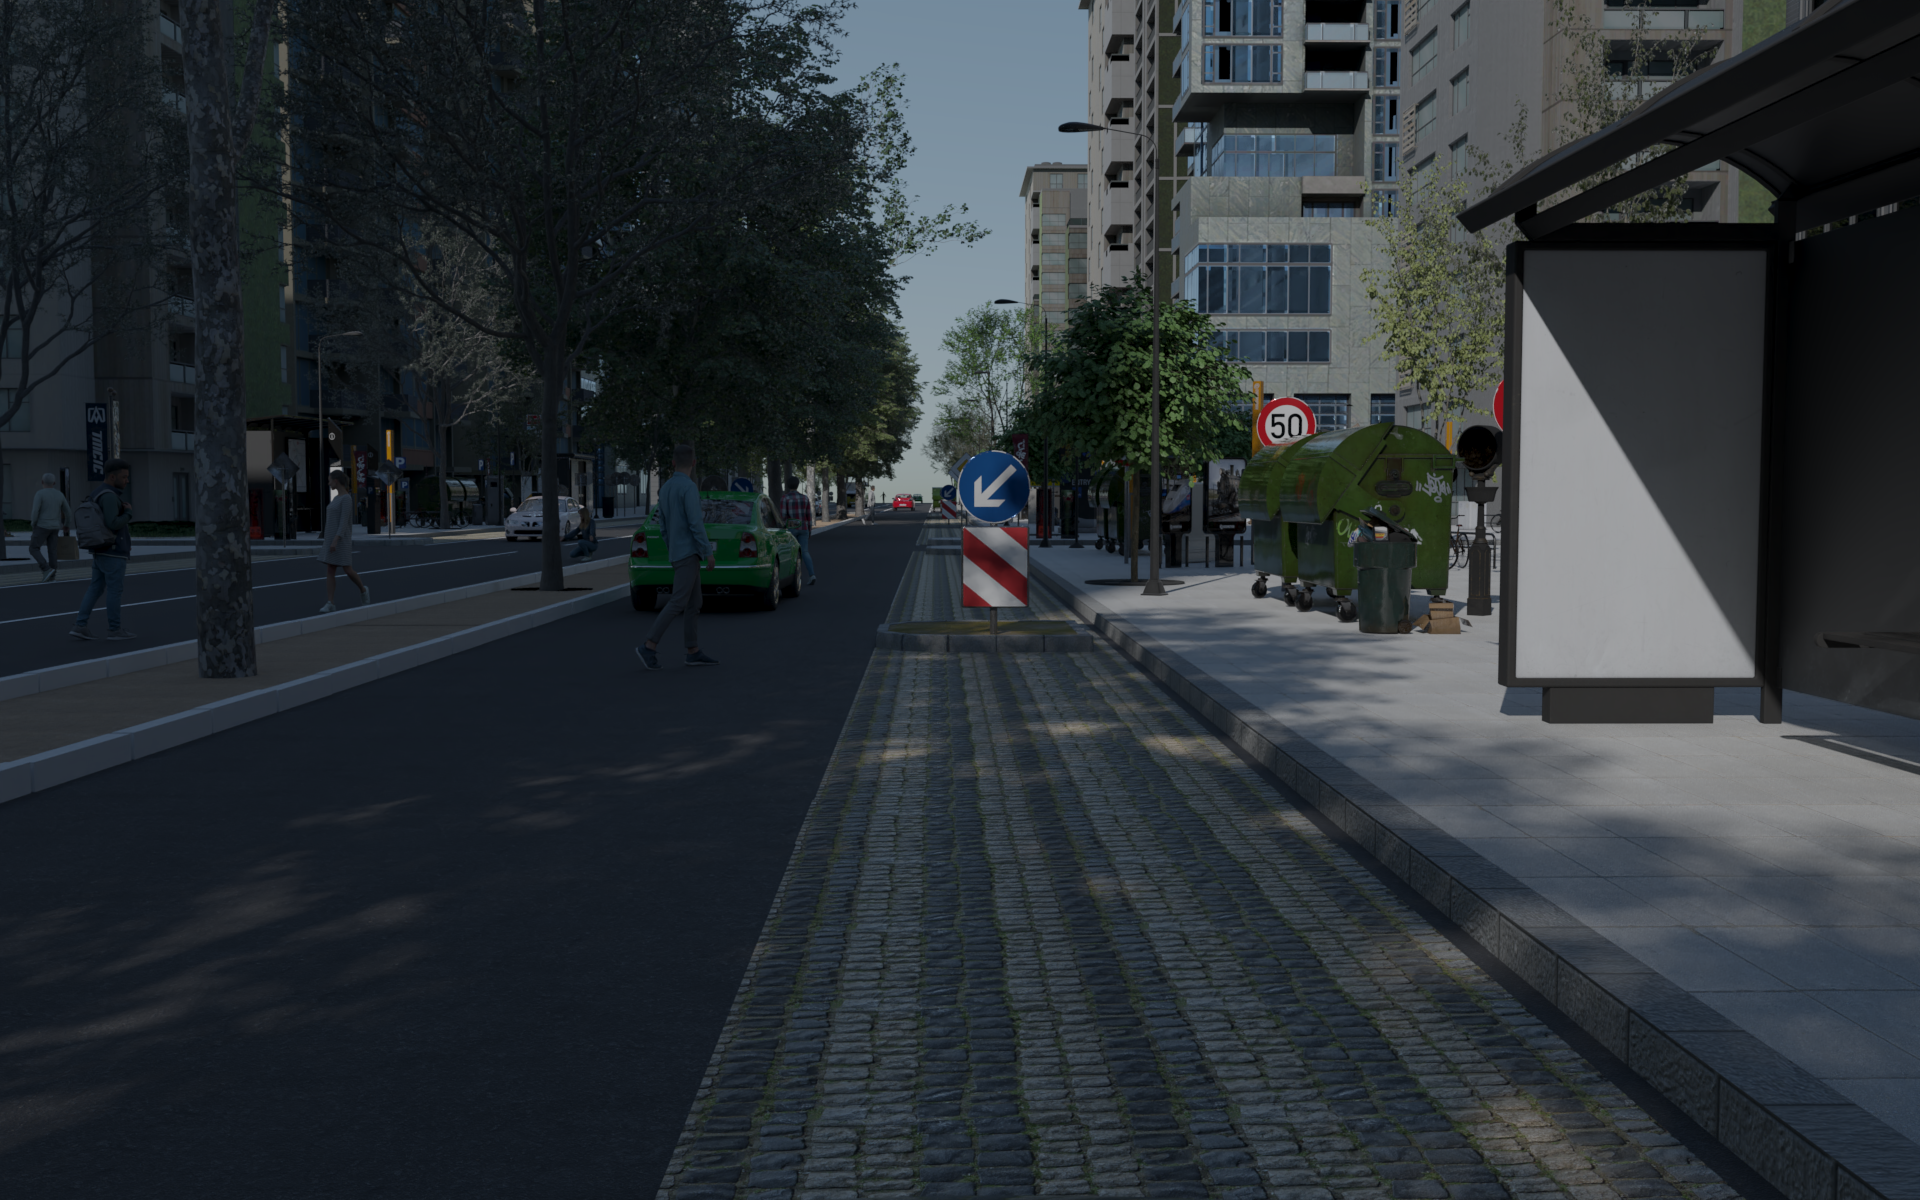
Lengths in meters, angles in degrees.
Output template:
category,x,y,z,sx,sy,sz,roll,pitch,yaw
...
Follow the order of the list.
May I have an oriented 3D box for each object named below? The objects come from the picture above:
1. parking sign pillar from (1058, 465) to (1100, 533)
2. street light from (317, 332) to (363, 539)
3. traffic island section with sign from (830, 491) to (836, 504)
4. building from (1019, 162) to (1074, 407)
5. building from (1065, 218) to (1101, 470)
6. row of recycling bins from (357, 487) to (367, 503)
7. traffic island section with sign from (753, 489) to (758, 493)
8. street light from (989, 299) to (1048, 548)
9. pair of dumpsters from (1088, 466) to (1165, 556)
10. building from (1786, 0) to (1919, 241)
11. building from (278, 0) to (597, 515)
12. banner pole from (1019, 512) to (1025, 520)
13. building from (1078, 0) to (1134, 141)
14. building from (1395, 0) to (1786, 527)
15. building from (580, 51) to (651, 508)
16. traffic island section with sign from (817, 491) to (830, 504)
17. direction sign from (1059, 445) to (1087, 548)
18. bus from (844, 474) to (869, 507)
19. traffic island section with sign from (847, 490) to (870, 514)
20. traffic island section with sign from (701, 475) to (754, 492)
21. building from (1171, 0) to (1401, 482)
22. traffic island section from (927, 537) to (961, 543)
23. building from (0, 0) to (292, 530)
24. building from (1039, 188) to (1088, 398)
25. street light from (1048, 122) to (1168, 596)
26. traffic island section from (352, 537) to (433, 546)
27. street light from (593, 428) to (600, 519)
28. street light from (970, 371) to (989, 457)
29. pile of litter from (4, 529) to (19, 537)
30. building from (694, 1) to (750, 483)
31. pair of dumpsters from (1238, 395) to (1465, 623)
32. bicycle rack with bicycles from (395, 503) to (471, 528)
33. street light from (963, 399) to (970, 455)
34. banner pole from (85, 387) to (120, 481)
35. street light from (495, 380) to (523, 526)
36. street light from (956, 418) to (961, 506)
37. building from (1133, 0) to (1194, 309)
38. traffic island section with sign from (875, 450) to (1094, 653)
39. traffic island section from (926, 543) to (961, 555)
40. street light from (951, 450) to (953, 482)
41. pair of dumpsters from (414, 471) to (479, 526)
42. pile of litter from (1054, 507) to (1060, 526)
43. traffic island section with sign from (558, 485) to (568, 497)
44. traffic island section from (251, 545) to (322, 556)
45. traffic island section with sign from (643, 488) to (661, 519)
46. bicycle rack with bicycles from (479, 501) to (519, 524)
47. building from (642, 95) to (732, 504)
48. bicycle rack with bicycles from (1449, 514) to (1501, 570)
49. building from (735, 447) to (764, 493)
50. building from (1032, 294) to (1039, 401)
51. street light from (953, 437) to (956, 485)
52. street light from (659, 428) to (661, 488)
category,x,y,z,sx,sy,sz,roll,pitch,yaw
parking sign pillar,3.946,-4.195,57.055,1.447,3.967,1.447,2,4,32
street light,-17.758,-4.715,49.634,1.470,5.913,1.316,0,4,-1
traffic island section with sign,-19.204,-15.316,259.047,1.989,1.847,2.006,0,4,-1
building,24.151,-41.655,270.302,28.713,52.752,27.495,0,4,-1
building,17.949,-25.159,183.047,14.160,30.474,14.107,0,4,-1
row of recycling bins,-29.273,-4.471,80.209,3.534,1.692,1.069,-1,4,-15
traffic island section with sign,-17.690,-8.602,149.273,1.989,1.847,2.006,0,4,-1
street light,1.512,-4.211,41.391,1.470,5.913,1.316,0,4,-1
pair of dumpsters,3.764,-2.160,37.808,1.574,2.255,4.437,0,4,-1
building,20.910,-13.727,17.939,14.314,27.812,24.014,0,4,-1
building,-41.771,-29.590,138.418,22.147,44.769,28.867,0,4,-1
banner pole,2.814,-5.880,86.147,0.863,3.779,0.401,2,4,30
building,26.348,-34.977,161.111,28.713,52.752,27.495,0,4,-1
building,26.131,-23.548,68.601,14.086,41.232,14.154,0,4,-1
building,-42.015,-52.254,167.021,22.319,86.520,31.000,0,4,-1
traffic island section with sign,-18.836,-13.668,232.094,1.989,1.847,2.006,0,4,-1
direction sign,2.773,-3.002,41.078,0.876,3.537,0.379,1,4,20
bus,-11.236,-11.858,185.432,2.896,3.916,12.252,0,4,-1
traffic island section with sign,-7.167,-7.113,124.432,2.006,1.907,1.989,0,4,-1
traffic island section with sign,-6.032,-2.065,41.894,2.006,1.907,1.989,0,4,-1
building,21.231,-48.337,102.979,22.319,86.520,31.000,0,4,-1
traffic island section,0.071,-1.679,49.725,2.009,0.180,2.903,0,4,-1
building,-35.313,-23.370,65.691,14.154,41.232,14.086,0,4,-1
building,17.613,-33.654,233.830,14.154,41.232,14.086,0,4,-1
street light,1.925,-3.012,21.792,1.470,5.913,1.316,0,4,-1
traffic island section,-16.319,-1.665,49.505,2.009,0.180,2.903,0,4,-1
street light,-18.384,-7.182,89.963,1.470,5.913,1.316,0,4,-1
street light,1.228,-5.680,65.416,1.470,5.913,1.316,0,4,-1
pile of litter,-28.900,-2.303,51.617,1.719,0.858,1.176,2,4,26
building,-42.010,-50.028,256.205,20.563,71.187,20.611,0,4,-1
pair of dumpsters,4.232,-1.021,19.183,1.574,2.255,4.437,0,4,-1
bicycle rack with bicycles,-20.129,-3.211,65.889,2.925,0.926,2.852,-1,4,-12
street light,1.004,-6.874,84.925,1.470,5.913,1.316,0,4,-1
banner pole,-20.683,-3.175,41.922,0.863,3.779,0.401,-2,4,-27
street light,-17.990,-5.938,69.633,1.470,5.913,1.316,0,4,-1
street light,0.643,-8.067,104.431,1.470,5.913,1.316,0,4,-1
building,22.850,-42.706,136.490,20.563,71.187,20.611,0,4,-1
traffic island section with sign,0.195,-0.481,16.498,1.989,1.847,2.006,0,4,-1
traffic island section,0.180,-1.190,41.740,2.009,0.180,2.903,0,4,-1
street light,0.252,-10.293,140.825,1.470,5.913,1.316,0,4,-1
pair of dumpsters,-21.038,-4.190,70.999,1.574,2.255,4.437,0,4,-1
pile of litter,4.007,-3.447,70.327,1.176,0.858,1.719,0,4,4
traffic island section with sign,-16.636,-3.869,71.885,1.989,1.847,2.006,0,4,-1
traffic island section,-16.209,-1.177,41.521,2.009,0.180,2.903,0,4,-1
traffic island section with sign,-17.012,-5.533,99.087,1.989,1.847,2.006,0,4,-1
bicycle rack with bicycles,-20.369,-3.776,75.115,2.852,0.926,2.925,-2,4,-24
building,-42.978,-42.215,232.211,21.231,58.520,28.212,0,4,-1
bicycle rack with bicycles,7.996,-1.022,30.090,2.852,0.926,2.925,-1,4,-12
building,-39.017,-36.166,274.902,14.154,41.232,14.086,0,4,-1
building,17.228,-29.231,249.632,14.160,30.474,14.107,0,4,-1
street light,0.450,-9.260,123.940,1.470,5.913,1.316,0,4,-1
street light,-18.578,-8.433,110.425,1.470,5.913,1.316,0,4,-1
